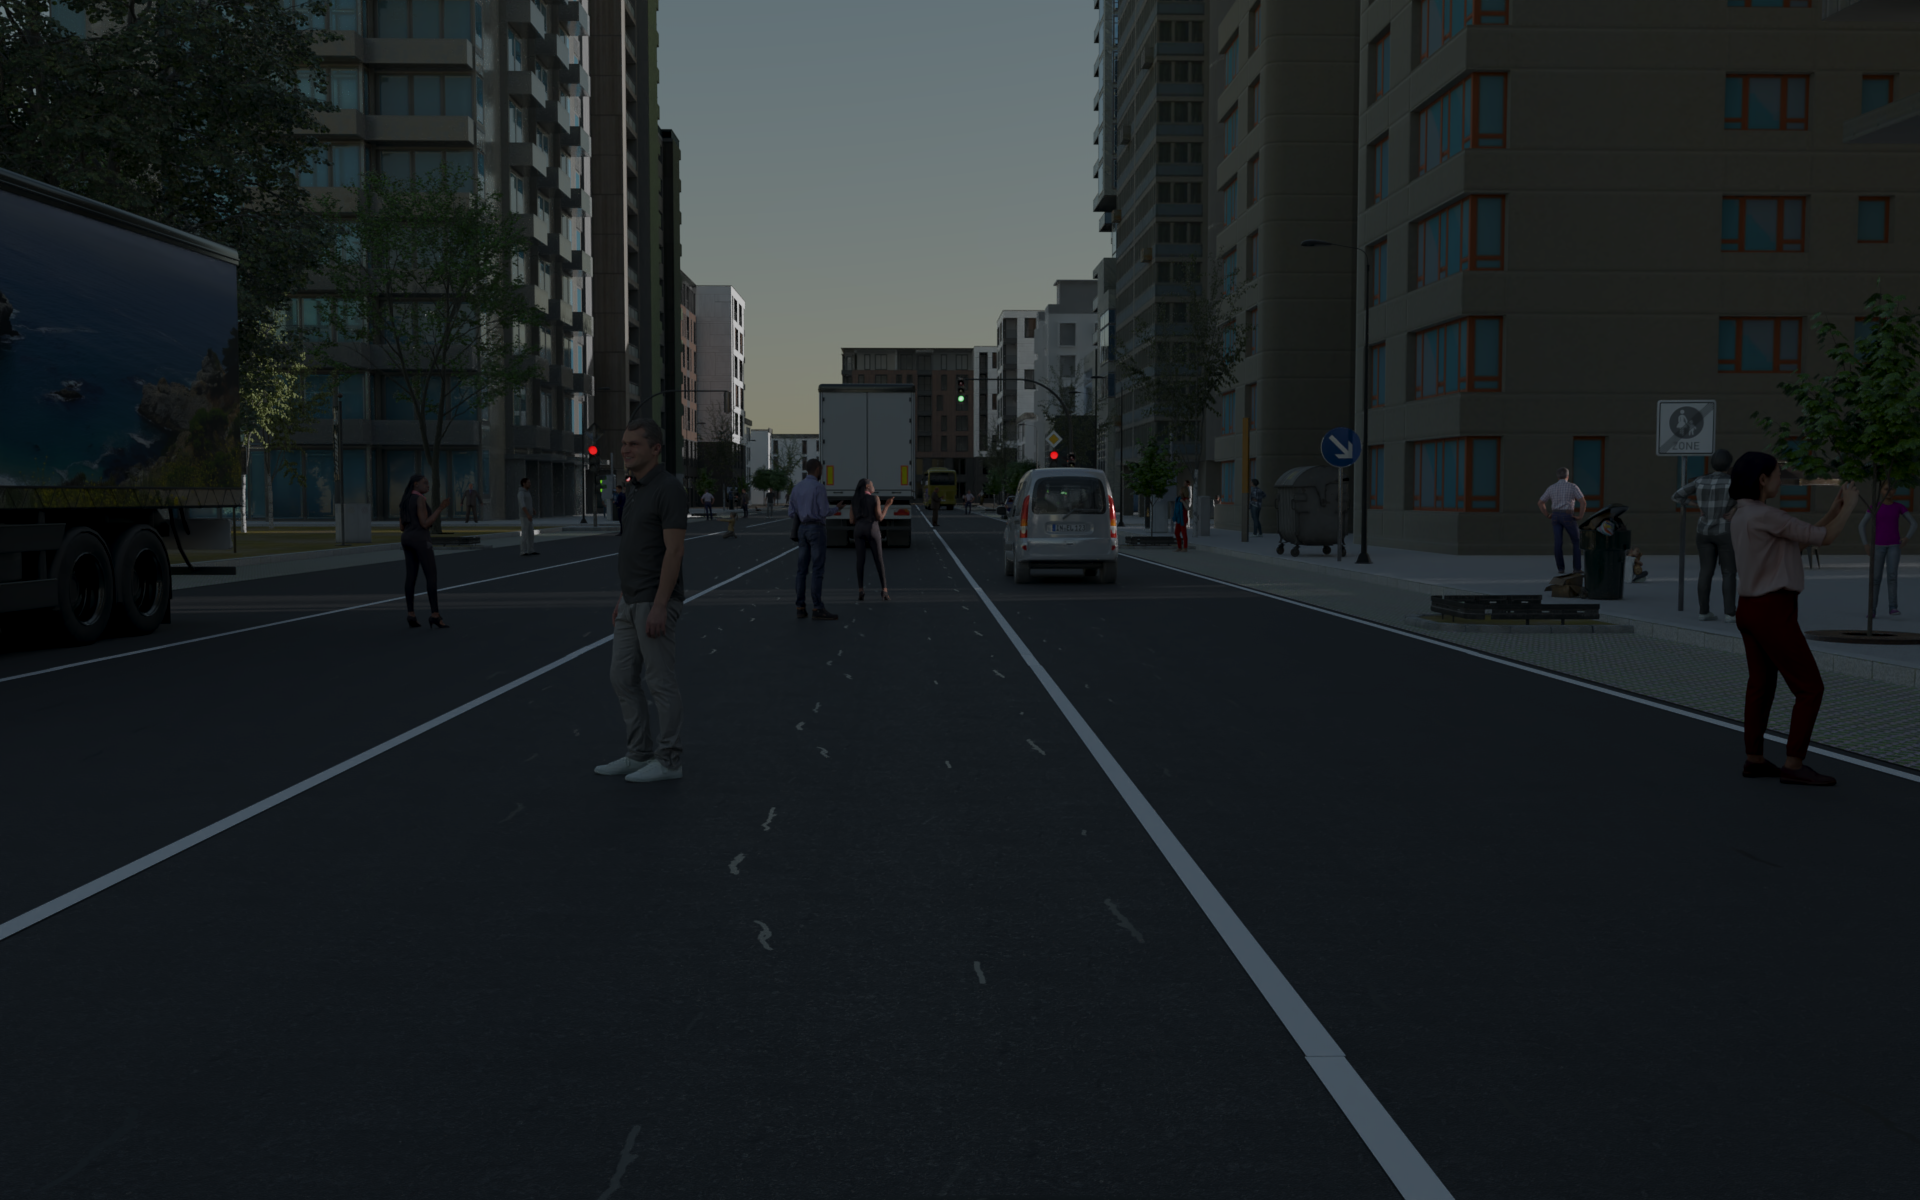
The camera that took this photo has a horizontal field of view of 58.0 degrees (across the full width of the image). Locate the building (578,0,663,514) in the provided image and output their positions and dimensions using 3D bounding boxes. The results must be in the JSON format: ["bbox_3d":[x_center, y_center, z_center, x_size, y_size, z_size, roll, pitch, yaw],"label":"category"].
[{"bbox_3d":[-28.041,-26.441,115.901,14.154,41.232,14.086,0,4,-2],"label":"building"}]

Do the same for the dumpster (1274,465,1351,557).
[{"bbox_3d":[7.306,-1.843,35.893,1.264,1.857,1.865,0,4,-2],"label":"dumpster"}]

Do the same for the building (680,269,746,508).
[{"bbox_3d":[-36.168,-19.762,167.083,27.936,21.610,32.646,0,4,-2],"label":"building"}]

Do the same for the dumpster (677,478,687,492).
[{"bbox_3d":[-17.535,-6.324,105.891,1.502,2.255,1.985,0,4,-2],"label":"dumpster"}]

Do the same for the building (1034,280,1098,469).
[{"bbox_3d":[14.928,-18.483,158.610,16.016,20.091,11.380,0,4,-2],"label":"building"}]

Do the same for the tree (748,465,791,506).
[{"bbox_3d":[-21.111,-12.432,186.971,4.285,4.588,4.351,0,3,0],"label":"tree"}]

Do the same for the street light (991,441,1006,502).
[{"bbox_3d":[3.372,-10.895,150.675,1.470,5.913,1.316,0,4,-2],"label":"street light"}]

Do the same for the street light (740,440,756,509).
[{"bbox_3d":[-18.162,-10.759,148.452,1.470,5.913,1.316,0,4,-2],"label":"street light"}]

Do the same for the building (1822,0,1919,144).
[{"bbox_3d":[27.209,-25.943,13.405,28.713,52.752,27.495,0,4,-2],"label":"building"}]

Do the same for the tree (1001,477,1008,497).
[{"bbox_3d":[4.468,-10.520,166.597,1.663,3.219,1.824,0,3,0],"label":"tree"}]

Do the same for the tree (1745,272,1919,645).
[{"bbox_3d":[8.104,-1.261,15.214,1.663,3.219,1.824,0,3,0],"label":"tree"}]

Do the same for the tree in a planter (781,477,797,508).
[{"bbox_3d":[-17.284,-11.033,177.619,1.991,3.239,1.994,0,4,-2],"label":"tree in a planter"}]

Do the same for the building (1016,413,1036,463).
[{"bbox_3d":[11.175,-14.457,178.514,9.099,9.664,28.070,0,4,-2],"label":"building"}]

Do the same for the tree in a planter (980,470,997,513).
[{"bbox_3d":[2.528,-8.079,129.310,1.991,3.239,1.994,0,4,-2],"label":"tree in a planter"}]

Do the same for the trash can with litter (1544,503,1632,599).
[{"bbox_3d":[7.672,-0.603,21.247,0.624,1.170,1.055,-2,4,-35],"label":"trash can with litter"}]

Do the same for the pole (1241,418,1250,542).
[{"bbox_3d":[7.644,-3.210,46.334,0.158,3.312,0.155,0,3,0],"label":"pole"}]

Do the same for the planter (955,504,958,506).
[{"bbox_3d":[0.247,-11.260,205.235,1.991,0.319,1.994,0,4,-2],"label":"planter"}]

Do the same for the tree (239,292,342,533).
[{"bbox_3d":[-25.523,-6.978,64.458,4.737,8.622,4.395,0,3,0],"label":"tree"}]

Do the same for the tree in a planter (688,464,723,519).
[{"bbox_3d":[-14.996,-6.386,101.628,1.991,3.239,1.994,0,4,-2],"label":"tree in a planter"}]

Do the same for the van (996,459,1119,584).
[{"bbox_3d":[1.645,-1.353,29.135,2.013,2.044,4.112,0,4,-2],"label":"van"}]

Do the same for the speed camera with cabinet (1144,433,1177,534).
[{"bbox_3d":[6.583,-3.826,56.888,0.660,3.252,2.038,-1,4,-8],"label":"speed camera with cabinet"}]

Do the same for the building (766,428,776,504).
[{"bbox_3d":[-38.091,-16.938,219.081,28.070,9.664,9.099,0,4,-2],"label":"building"}]

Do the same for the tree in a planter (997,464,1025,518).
[{"bbox_3d":[3.361,-6.392,101.739,1.991,3.239,1.994,0,4,-2],"label":"tree in a planter"}]

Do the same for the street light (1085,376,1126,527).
[{"bbox_3d":[5.810,-5.842,68.059,1.470,5.913,1.316,0,4,-2],"label":"street light"}]

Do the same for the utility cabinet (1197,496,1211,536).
[{"bbox_3d":[7.410,-2.571,53.202,0.306,1.237,1.020,0,4,-7],"label":"utility cabinet"}]

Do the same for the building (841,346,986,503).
[{"bbox_3d":[-0.601,-24.990,252.554,32.646,21.610,27.936,0,4,-2],"label":"building"}]

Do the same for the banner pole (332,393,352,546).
[{"bbox_3d":[-15.480,-3.250,43.161,0.401,3.779,0.863,-3,4,-36],"label":"banner pole"}]

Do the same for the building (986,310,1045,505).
[{"bbox_3d":[18.216,-22.319,208.887,27.936,21.610,32.646,0,4,-2],"label":"building"}]

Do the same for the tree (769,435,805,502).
[{"bbox_3d":[-20.940,-15.923,210.701,4.737,8.622,4.395,0,3,0],"label":"tree"}]

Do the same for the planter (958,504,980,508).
[{"bbox_3d":[1.054,-9.612,178.303,1.991,0.319,1.994,0,4,-2],"label":"planter"}]

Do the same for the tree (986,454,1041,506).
[{"bbox_3d":[5.299,-9.732,142.832,4.285,4.588,4.351,0,3,0],"label":"tree"}]

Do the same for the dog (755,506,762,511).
[{"bbox_3d":[-16.714,-7.536,143.402,0.748,0.427,0.550,3,4,36],"label":"dog"}]

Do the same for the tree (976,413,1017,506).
[{"bbox_3d":[3.759,-12.564,155.780,4.360,8.622,3.978,0,3,0],"label":"tree"}]

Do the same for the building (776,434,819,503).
[{"bbox_3d":[-30.635,-18.323,241.722,28.070,9.664,9.099,0,4,-2],"label":"building"}]

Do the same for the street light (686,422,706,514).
[{"bbox_3d":[-17.130,-8.541,112.185,1.470,5.913,1.316,0,4,-2],"label":"street light"}]

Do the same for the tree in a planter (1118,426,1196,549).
[{"bbox_3d":[5.056,-2.952,45.494,1.991,3.239,1.994,0,4,-2],"label":"tree in a planter"}]

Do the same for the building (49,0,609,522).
[{"bbox_3d":[-32.437,-28.936,92.714,23.786,49.044,30.456,0,4,-2],"label":"building"}]

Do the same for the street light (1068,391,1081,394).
[{"bbox_3d":[5.576,-6.459,78.142,1.470,5.913,1.316,0,4,-2],"label":"street light"}]

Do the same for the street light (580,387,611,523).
[{"bbox_3d":[-15.895,-6.297,75.496,1.470,5.913,1.316,0,4,-2],"label":"street light"}]

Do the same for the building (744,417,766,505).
[{"bbox_3d":[-28.301,-15.656,198.124,9.099,9.664,28.070,0,4,-2],"label":"building"}]

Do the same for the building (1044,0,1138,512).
[{"bbox_3d":[19.030,-50.268,134.557,22.319,86.520,31.000,0,4,-2],"label":"building"}]

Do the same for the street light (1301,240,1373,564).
[{"bbox_3d":[6.917,-3.624,31.794,1.470,5.913,1.316,0,4,-2],"label":"street light"}]

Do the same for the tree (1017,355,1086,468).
[{"bbox_3d":[6.119,-8.681,92.304,4.360,8.622,3.978,0,3,0],"label":"tree"}]

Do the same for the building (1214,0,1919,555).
[{"bbox_3d":[23.796,-12.560,50.401,27.650,21.520,28.899,0,4,-2],"label":"building"}]

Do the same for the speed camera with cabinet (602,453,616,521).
[{"bbox_3d":[-16.881,-5.479,83.918,0.660,3.252,2.038,0,4,1],"label":"speed camera with cabinet"}]

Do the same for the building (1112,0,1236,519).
[{"bbox_3d":[21.219,-24.589,93.917,23.993,40.220,32.217,0,4,-2],"label":"building"}]

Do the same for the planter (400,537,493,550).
[{"bbox_3d":[-13.279,-1.463,45.057,1.991,0.319,1.994,0,4,-2],"label":"planter"}]

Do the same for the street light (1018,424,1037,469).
[{"bbox_3d":[4.533,-8.677,114.409,1.470,5.913,1.316,0,4,-2],"label":"street light"}]

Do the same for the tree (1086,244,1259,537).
[{"bbox_3d":[6.782,-6.164,51.143,4.360,8.622,3.978,0,3,0],"label":"tree"}]

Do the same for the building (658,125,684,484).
[{"bbox_3d":[-28.931,-21.979,131.054,14.160,30.474,14.107,0,4,-2],"label":"building"}]

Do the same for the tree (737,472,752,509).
[{"bbox_3d":[-19.008,-9.627,151.996,1.663,3.219,1.824,0,3,0],"label":"tree"}]

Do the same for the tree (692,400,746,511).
[{"bbox_3d":[-18.447,-11.253,134.343,4.360,8.622,3.978,0,3,0],"label":"tree"}]

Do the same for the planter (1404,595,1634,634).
[{"bbox_3d":[5.882,0.152,18.652,1.991,0.319,1.994,0,4,-2],"label":"planter"}]
